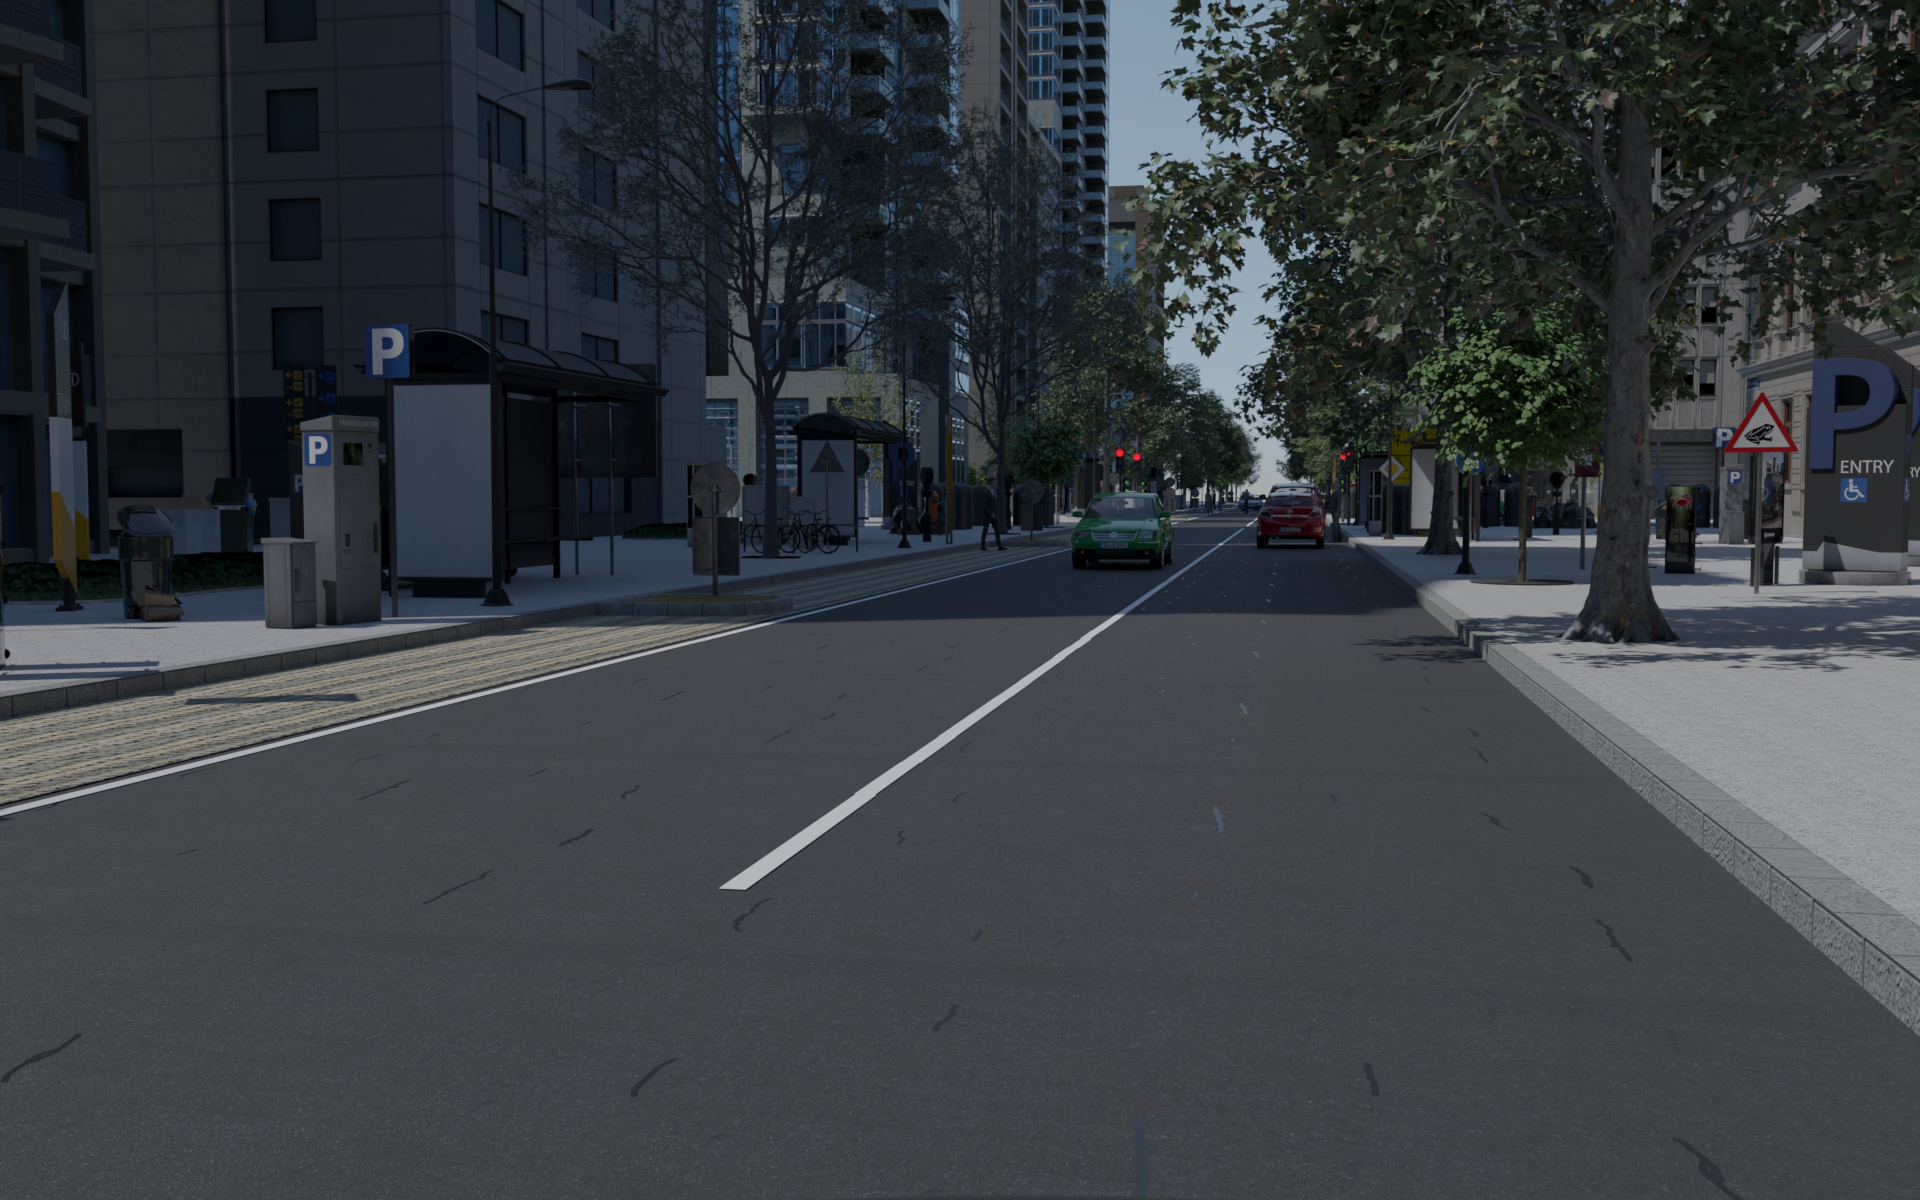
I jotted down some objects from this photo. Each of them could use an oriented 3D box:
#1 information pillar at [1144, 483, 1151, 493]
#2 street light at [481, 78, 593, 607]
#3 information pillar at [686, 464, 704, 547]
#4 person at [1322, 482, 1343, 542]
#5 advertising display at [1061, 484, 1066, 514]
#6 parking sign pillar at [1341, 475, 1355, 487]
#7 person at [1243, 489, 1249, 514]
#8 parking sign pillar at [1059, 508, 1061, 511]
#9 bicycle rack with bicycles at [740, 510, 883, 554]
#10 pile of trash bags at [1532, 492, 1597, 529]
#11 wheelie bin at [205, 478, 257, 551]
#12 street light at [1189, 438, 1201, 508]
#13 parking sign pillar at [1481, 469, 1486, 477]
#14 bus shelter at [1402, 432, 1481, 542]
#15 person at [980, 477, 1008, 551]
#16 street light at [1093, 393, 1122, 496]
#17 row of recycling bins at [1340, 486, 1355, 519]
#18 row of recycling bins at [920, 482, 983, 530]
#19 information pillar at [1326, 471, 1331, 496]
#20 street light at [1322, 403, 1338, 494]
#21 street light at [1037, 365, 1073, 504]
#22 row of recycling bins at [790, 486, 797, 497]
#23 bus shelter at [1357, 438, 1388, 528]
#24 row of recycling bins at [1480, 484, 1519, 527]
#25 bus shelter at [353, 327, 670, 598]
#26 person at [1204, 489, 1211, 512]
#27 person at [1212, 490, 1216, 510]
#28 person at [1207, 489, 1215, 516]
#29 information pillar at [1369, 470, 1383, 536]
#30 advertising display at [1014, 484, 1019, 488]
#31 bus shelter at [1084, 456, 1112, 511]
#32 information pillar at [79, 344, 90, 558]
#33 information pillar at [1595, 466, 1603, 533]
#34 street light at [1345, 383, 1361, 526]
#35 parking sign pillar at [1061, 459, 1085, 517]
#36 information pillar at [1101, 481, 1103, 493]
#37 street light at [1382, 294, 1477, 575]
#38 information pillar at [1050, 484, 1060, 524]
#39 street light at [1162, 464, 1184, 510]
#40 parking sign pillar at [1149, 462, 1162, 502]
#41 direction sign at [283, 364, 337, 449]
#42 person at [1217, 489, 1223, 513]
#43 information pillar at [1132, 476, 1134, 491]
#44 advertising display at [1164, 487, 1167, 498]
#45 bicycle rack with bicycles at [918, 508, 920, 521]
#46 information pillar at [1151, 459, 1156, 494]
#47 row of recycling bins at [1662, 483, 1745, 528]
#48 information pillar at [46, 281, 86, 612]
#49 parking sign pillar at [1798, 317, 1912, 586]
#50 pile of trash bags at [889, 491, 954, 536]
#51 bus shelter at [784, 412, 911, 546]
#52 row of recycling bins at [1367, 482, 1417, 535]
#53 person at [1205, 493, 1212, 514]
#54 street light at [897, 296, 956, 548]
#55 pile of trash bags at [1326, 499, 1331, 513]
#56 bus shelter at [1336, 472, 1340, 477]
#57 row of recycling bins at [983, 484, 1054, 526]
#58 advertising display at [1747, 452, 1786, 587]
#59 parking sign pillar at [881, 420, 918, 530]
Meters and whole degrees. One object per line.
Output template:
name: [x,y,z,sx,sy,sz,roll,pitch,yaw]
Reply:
information pillar: [11.913,-6.460,110.115,0.304,2.012,0.304,3,5,41]
street light: [-4.789,-2.879,19.616,1.470,5.913,1.316,1,4,11]
information pillar: [-6.422,-2.296,42.039,0.304,2.012,0.304,-3,5,-39]
person: [11.083,-2.614,51.417,0.590,1.801,0.661,0,4,-1]
advertising display: [6.821,-6.633,113.656,0.123,1.923,0.974,-1,4,-9]
parking sign pillar: [29.616,-8.799,132.327,1.447,3.967,1.447,-2,4,-31]
person: [21.092,-7.282,127.745,0.473,1.802,0.592,2,4,32]
parking sign pillar: [8.395,-8.871,133.505,1.447,3.967,1.447,-3,5,-40]
bicycle rack with bicycles: [-3.503,-1.507,38.028,2.852,0.926,2.925,-3,5,-42]
pile of trash bags: [22.140,-3.358,64.650,3.447,1.369,1.912,-3,4,-36]
wheelie bin: [-13.958,-1.549,33.236,0.980,1.594,0.693,0,4,-8]
street light: [18.934,-10.461,143.574,1.470,5.913,1.316,1,4,11]
parking sign pillar: [31.273,-7.115,104.799,1.447,3.967,1.447,-1,4,-12]
bus shelter: [13.690,-3.369,49.009,2.014,3.302,5.546,1,4,11]
person: [0.832,-2.142,43.300,0.755,1.850,0.659,3,4,38]
street light: [6.741,-6.563,79.839,1.470,5.913,1.316,1,4,11]
row of recycling bins: [20.912,-5.085,90.257,1.069,1.692,3.534,-2,4,-27]
row of recycling bins: [-0.427,-3.367,62.156,1.069,1.692,3.534,1,4,22]
information pillar: [31.277,-9.522,147.042,0.183,3.616,0.504,-3,5,-40]
street light: [15.477,-5.956,69.914,1.470,5.913,1.316,1,4,11]
street light: [3.346,-5.485,62.226,1.470,5.913,1.316,1,4,11]
row of recycling bins: [-8.677,-4.892,87.093,3.534,1.692,1.069,-2,4,-26]
bus shelter: [15.182,-4.171,62.113,2.014,3.302,5.546,1,4,11]
row of recycling bins: [20.559,-3.757,68.545,3.534,1.692,1.069,1,4,18]
bus shelter: [-5.917,-1.828,23.813,2.014,3.302,5.546,1,4,11]
person: [18.942,-7.585,132.496,0.713,1.824,0.794,-1,4,-12]
person: [23.519,-9.282,160.291,0.705,1.821,1.348,0,4,3]
person: [16.494,-6.422,113.769,0.573,1.790,0.520,1,4,12]
information pillar: [12.769,-2.980,53.208,0.304,2.012,0.304,-1,4,-11]
advertising display: [3.688,-6.617,113.406,0.123,1.923,0.974,1,4,15]
bus shelter: [8.733,-7.164,108.407,1.731,3.624,6.357,1,4,11]
information pillar: [-13.893,-2.185,27.082,0.504,3.616,0.183,0,4,-2]
information pillar: [21.138,-4.009,56.905,0.504,3.616,0.183,-2,4,-34]
street light: [11.565,-4.663,48.777,1.470,5.913,1.316,1,4,11]
parking sign pillar: [6.663,-6.641,97.054,1.447,3.967,1.447,0,4,-8]
information pillar: [8.091,-5.694,97.585,0.304,2.012,0.304,0,4,-7]
street light: [7.561,-3.371,27.657,1.470,5.913,1.316,1,4,11]
information pillar: [4.012,-4.205,73.252,0.304,2.012,0.304,2,4,29]
street light: [14.894,-9.169,122.462,1.470,5.913,1.316,1,4,11]
parking sign pillar: [14.731,-8.790,132.189,1.447,3.967,1.447,-1,4,-13]
direction sign: [-11.370,-2.348,30.390,0.876,3.537,0.379,-2,4,-28]
person: [19.301,-7.344,128.591,0.388,1.821,0.555,-2,4,-24]
information pillar: [11.502,-7.578,115.248,0.183,3.616,0.504,1,4,11]
advertising display: [16.023,-8.143,138.358,0.974,1.923,0.123,2,4,27]
bicycle rack with bicycles: [-1.537,-3.257,66.639,2.925,0.926,2.852,-1,4,-10]
information pillar: [12.370,-7.314,110.936,0.183,3.616,0.504,-2,4,-31]
row of recycling bins: [28.620,-3.602,66.001,3.534,1.692,1.069,2,4,33]
information pillar: [-9.791,-1.684,18.880,0.183,3.616,0.504,-1,4,-10]
parking sign pillar: [12.845,-2.220,24.767,1.447,3.967,1.447,3,5,40]
pile of trash bags: [-1.112,-2.753,54.761,1.912,1.369,3.447,-1,4,-10]
bus shelter: [-2.867,-3.165,45.664,2.014,3.302,5.546,1,4,11]
row of recycling bins: [14.031,-2.966,55.605,1.069,1.692,3.534,-1,4,-10]
person: [18.109,-7.046,126.303,0.503,1.515,0.523,0,4,-6]
street light: [-0.785,-4.171,40.736,1.470,5.913,1.316,1,4,11]
pile of trash bags: [26.852,-6.692,119.160,1.912,1.369,3.447,-3,5,-44]
bus shelter: [32.923,-9.378,147.255,2.014,3.302,5.546,1,4,11]
row of recycling bins: [2.099,-3.844,69.970,3.534,1.692,1.069,-1,4,-14]
advertising display: [11.293,-1.165,24.259,0.974,1.923,0.123,-3,5,-44]
parking sign pillar: [-2.174,-4.561,63.039,1.447,3.967,1.447,-3,5,-39]
